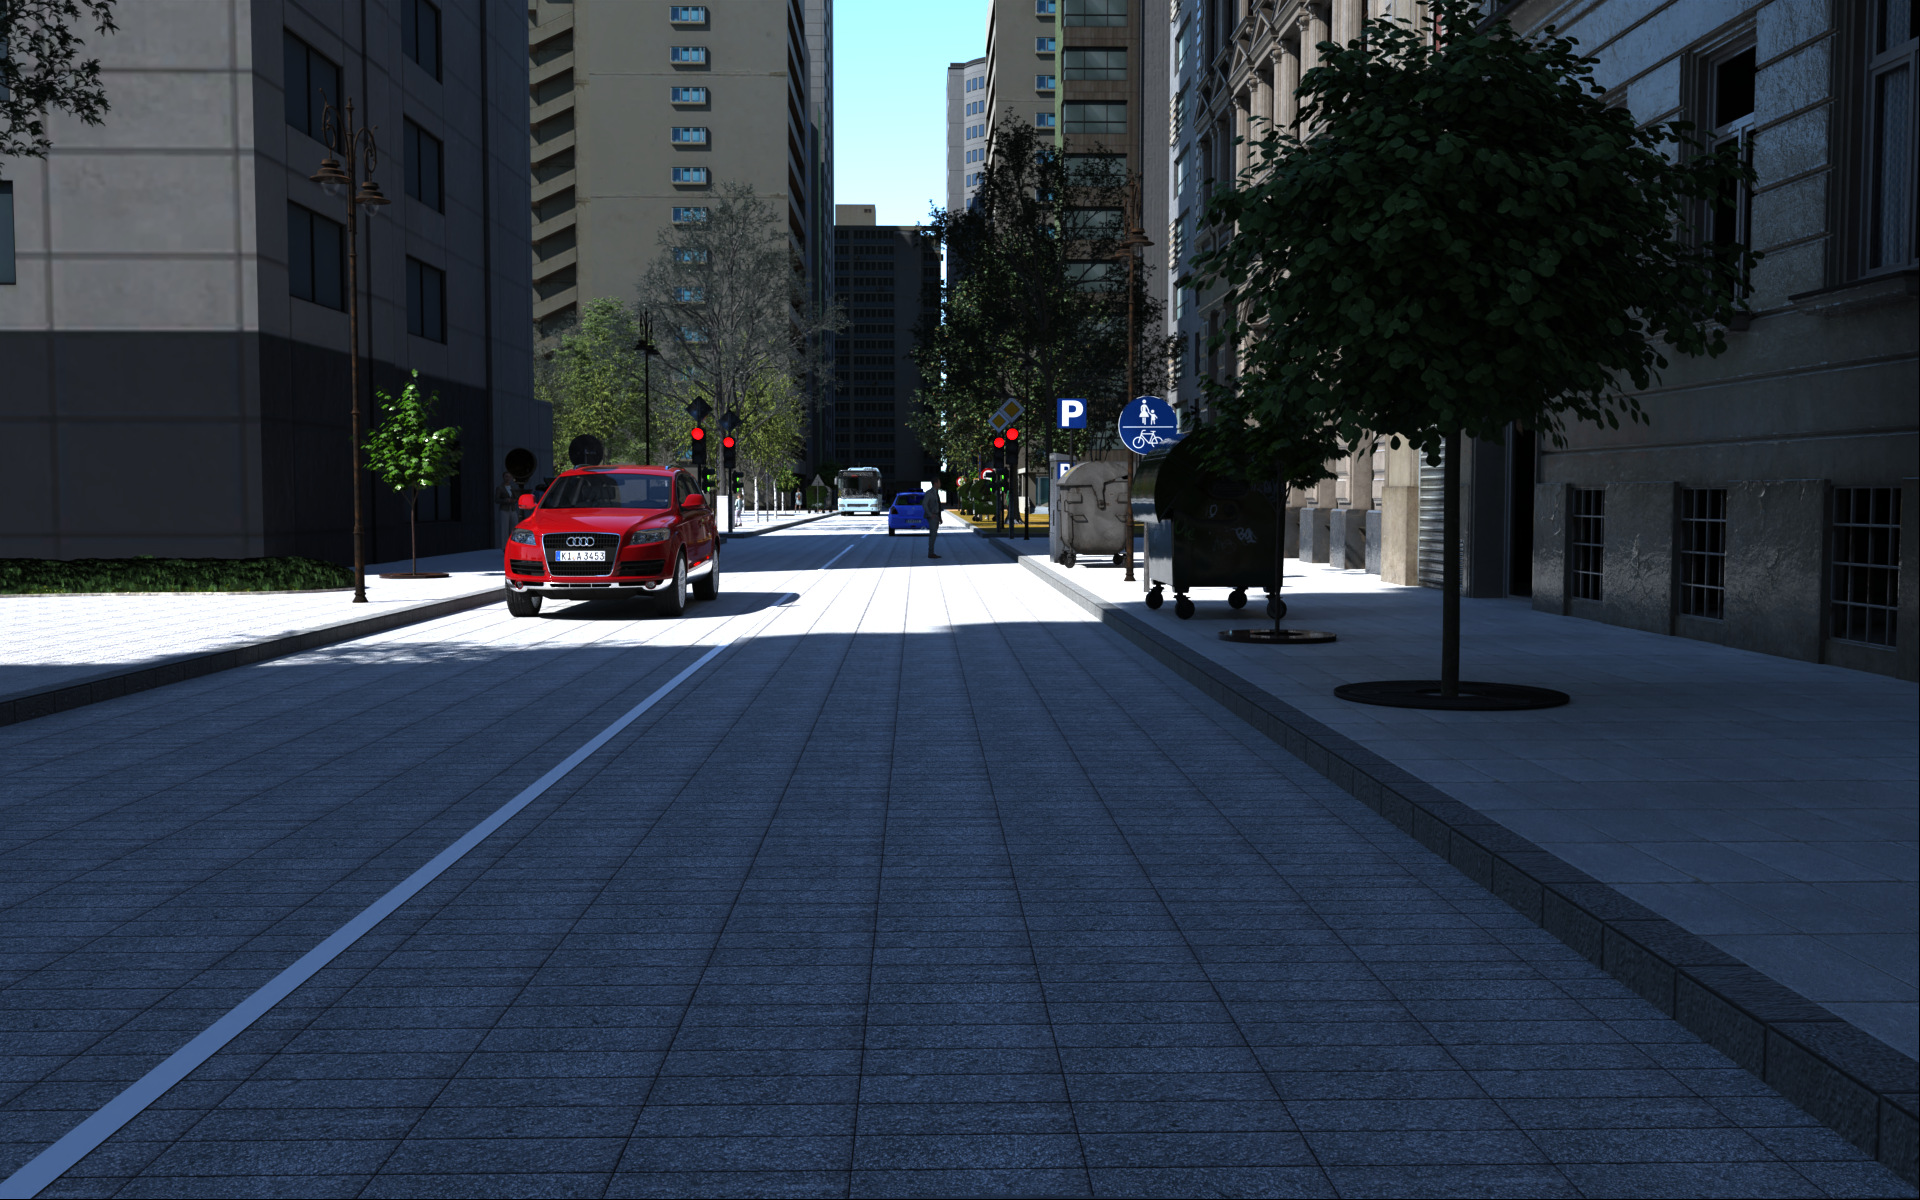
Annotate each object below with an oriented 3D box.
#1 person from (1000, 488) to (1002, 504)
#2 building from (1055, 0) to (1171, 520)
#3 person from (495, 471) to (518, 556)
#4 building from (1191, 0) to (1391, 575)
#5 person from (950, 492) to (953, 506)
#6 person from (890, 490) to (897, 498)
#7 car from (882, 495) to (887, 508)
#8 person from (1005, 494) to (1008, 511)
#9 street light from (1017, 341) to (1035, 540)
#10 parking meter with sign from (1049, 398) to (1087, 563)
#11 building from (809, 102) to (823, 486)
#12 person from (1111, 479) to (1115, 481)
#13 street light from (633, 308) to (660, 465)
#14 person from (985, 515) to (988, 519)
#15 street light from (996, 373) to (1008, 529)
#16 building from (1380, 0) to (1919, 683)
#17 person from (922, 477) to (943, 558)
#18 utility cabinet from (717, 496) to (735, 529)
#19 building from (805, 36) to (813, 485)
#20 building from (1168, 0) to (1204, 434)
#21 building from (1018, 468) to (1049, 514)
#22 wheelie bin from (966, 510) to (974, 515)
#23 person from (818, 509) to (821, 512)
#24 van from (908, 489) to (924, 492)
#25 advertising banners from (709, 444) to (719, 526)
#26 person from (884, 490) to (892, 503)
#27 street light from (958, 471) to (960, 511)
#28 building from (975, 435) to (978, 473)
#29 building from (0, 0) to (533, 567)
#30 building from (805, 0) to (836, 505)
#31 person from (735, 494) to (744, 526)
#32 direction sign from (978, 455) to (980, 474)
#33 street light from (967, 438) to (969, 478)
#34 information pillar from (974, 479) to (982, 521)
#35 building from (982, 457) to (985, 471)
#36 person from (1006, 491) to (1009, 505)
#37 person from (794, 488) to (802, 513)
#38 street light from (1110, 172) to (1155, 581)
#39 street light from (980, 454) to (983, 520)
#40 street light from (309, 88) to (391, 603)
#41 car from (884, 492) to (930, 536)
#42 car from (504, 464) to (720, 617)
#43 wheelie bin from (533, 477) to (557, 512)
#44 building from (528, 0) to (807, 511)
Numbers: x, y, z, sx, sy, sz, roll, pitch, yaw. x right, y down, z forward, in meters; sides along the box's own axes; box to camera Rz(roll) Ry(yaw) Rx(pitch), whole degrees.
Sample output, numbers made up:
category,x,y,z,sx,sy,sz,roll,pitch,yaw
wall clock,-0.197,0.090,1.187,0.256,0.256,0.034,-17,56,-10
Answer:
category,x,y,z,sx,sy,sz,roll,pitch,yaw
person,2.819,-7.378,126.858,0.709,1.800,0.728,1,4,20
building,11.781,-19.485,90.281,14.160,30.474,14.107,0,4,-1
person,-9.314,-1.782,35.732,0.362,1.759,0.519,3,5,43
building,11.192,-12.644,35.614,11.050,23.489,19.941,0,4,-1
person,-0.872,-10.729,181.420,0.705,1.831,1.348,-1,4,-9
person,-7.106,-11.116,189.872,1.348,1.869,0.705,2,4,31
car,-8.573,-10.562,185.274,1.945,1.354,3.894,0,4,-2
person,3.825,-7.859,134.545,0.705,1.824,1.348,-2,4,-30
street light,1.863,-4.617,48.283,0.468,5.910,1.993,0,4,-1
parking meter with sign,1.957,-2.214,32.453,0.543,3.016,1.738,0,4,-5
building,-21.386,-30.068,175.205,14.154,41.232,14.086,0,4,-1
person,3.515,-2.083,40.665,0.480,1.755,0.524,0,4,-4
street light,-7.778,-4.301,43.102,0.468,5.910,1.993,0,4,-1
person,1.177,-5.076,89.218,0.728,1.800,0.709,-2,4,-30
street light,1.570,-5.554,63.595,0.468,5.910,1.993,0,4,-1
building,13.777,-10.853,10.731,16.112,22.955,30.059,0,4,-1
person,-0.600,-1.851,38.855,0.391,1.810,0.635,1,4,13
utility cabinet,-8.609,-3.208,63.612,0.306,1.237,1.020,-2,4,-34
building,-21.116,-31.231,160.739,14.600,45.320,14.200,0,4,-1
building,15.937,-23.429,66.652,14.086,41.232,14.154,0,4,-1
building,20.245,-26.013,117.191,32.217,40.220,23.993,0,4,-1
wheelie bin,0.742,-6.016,106.272,0.980,1.594,0.693,1,4,13
person,-10.160,-6.989,124.985,0.362,1.253,0.373,0,4,8
van,-4.907,-11.469,191.903,2.240,2.365,5.245,0,4,-2
advertising banners,-8.458,-3.886,59.725,0.090,3.025,2.074,0,4,1
person,-7.154,-10.059,172.600,0.705,1.869,1.348,2,4,33
street light,-0.072,-9.743,132.080,0.468,5.910,1.993,0,4,-1
building,8.671,-26.127,198.877,14.160,30.474,14.107,0,4,-1
building,-21.018,-36.449,34.196,20.611,71.187,20.563,0,4,-1
building,-24.815,-46.227,194.057,20.611,71.187,20.563,0,4,-1
person,-8.777,-3.558,68.494,0.394,1.301,0.425,1,4,23
direction sign,1.057,-6.328,95.458,0.379,3.537,0.876,-1,4,-8
street light,0.557,-8.342,109.175,0.468,5.910,1.993,0,4,-1
information pillar,0.852,-4.761,82.332,0.304,2.012,0.304,2,4,33
building,16.164,-20.356,177.858,27.650,21.520,28.899,0,4,-1
person,3.058,-6.036,104.985,0.600,1.795,0.529,1,4,9
person,-10.990,-6.780,117.898,0.512,1.701,0.522,-1,4,-23
street light,2.501,-3.213,25.321,0.468,5.910,1.993,0,4,-1
street light,1.050,-6.948,86.385,0.468,5.910,1.993,0,4,-1
street light,-7.095,-2.907,20.316,0.468,5.910,1.993,0,4,-1
car,-1.651,-3.088,60.082,1.945,1.707,3.694,0,4,-3
car,-4.284,-0.812,21.955,2.281,1.827,5.304,0,4,-1
wheelie bin,-7.395,-1.447,31.564,0.693,1.594,0.980,1,4,21
building,-24.020,-31.727,142.433,21.300,48.544,21.600,0,4,-1
